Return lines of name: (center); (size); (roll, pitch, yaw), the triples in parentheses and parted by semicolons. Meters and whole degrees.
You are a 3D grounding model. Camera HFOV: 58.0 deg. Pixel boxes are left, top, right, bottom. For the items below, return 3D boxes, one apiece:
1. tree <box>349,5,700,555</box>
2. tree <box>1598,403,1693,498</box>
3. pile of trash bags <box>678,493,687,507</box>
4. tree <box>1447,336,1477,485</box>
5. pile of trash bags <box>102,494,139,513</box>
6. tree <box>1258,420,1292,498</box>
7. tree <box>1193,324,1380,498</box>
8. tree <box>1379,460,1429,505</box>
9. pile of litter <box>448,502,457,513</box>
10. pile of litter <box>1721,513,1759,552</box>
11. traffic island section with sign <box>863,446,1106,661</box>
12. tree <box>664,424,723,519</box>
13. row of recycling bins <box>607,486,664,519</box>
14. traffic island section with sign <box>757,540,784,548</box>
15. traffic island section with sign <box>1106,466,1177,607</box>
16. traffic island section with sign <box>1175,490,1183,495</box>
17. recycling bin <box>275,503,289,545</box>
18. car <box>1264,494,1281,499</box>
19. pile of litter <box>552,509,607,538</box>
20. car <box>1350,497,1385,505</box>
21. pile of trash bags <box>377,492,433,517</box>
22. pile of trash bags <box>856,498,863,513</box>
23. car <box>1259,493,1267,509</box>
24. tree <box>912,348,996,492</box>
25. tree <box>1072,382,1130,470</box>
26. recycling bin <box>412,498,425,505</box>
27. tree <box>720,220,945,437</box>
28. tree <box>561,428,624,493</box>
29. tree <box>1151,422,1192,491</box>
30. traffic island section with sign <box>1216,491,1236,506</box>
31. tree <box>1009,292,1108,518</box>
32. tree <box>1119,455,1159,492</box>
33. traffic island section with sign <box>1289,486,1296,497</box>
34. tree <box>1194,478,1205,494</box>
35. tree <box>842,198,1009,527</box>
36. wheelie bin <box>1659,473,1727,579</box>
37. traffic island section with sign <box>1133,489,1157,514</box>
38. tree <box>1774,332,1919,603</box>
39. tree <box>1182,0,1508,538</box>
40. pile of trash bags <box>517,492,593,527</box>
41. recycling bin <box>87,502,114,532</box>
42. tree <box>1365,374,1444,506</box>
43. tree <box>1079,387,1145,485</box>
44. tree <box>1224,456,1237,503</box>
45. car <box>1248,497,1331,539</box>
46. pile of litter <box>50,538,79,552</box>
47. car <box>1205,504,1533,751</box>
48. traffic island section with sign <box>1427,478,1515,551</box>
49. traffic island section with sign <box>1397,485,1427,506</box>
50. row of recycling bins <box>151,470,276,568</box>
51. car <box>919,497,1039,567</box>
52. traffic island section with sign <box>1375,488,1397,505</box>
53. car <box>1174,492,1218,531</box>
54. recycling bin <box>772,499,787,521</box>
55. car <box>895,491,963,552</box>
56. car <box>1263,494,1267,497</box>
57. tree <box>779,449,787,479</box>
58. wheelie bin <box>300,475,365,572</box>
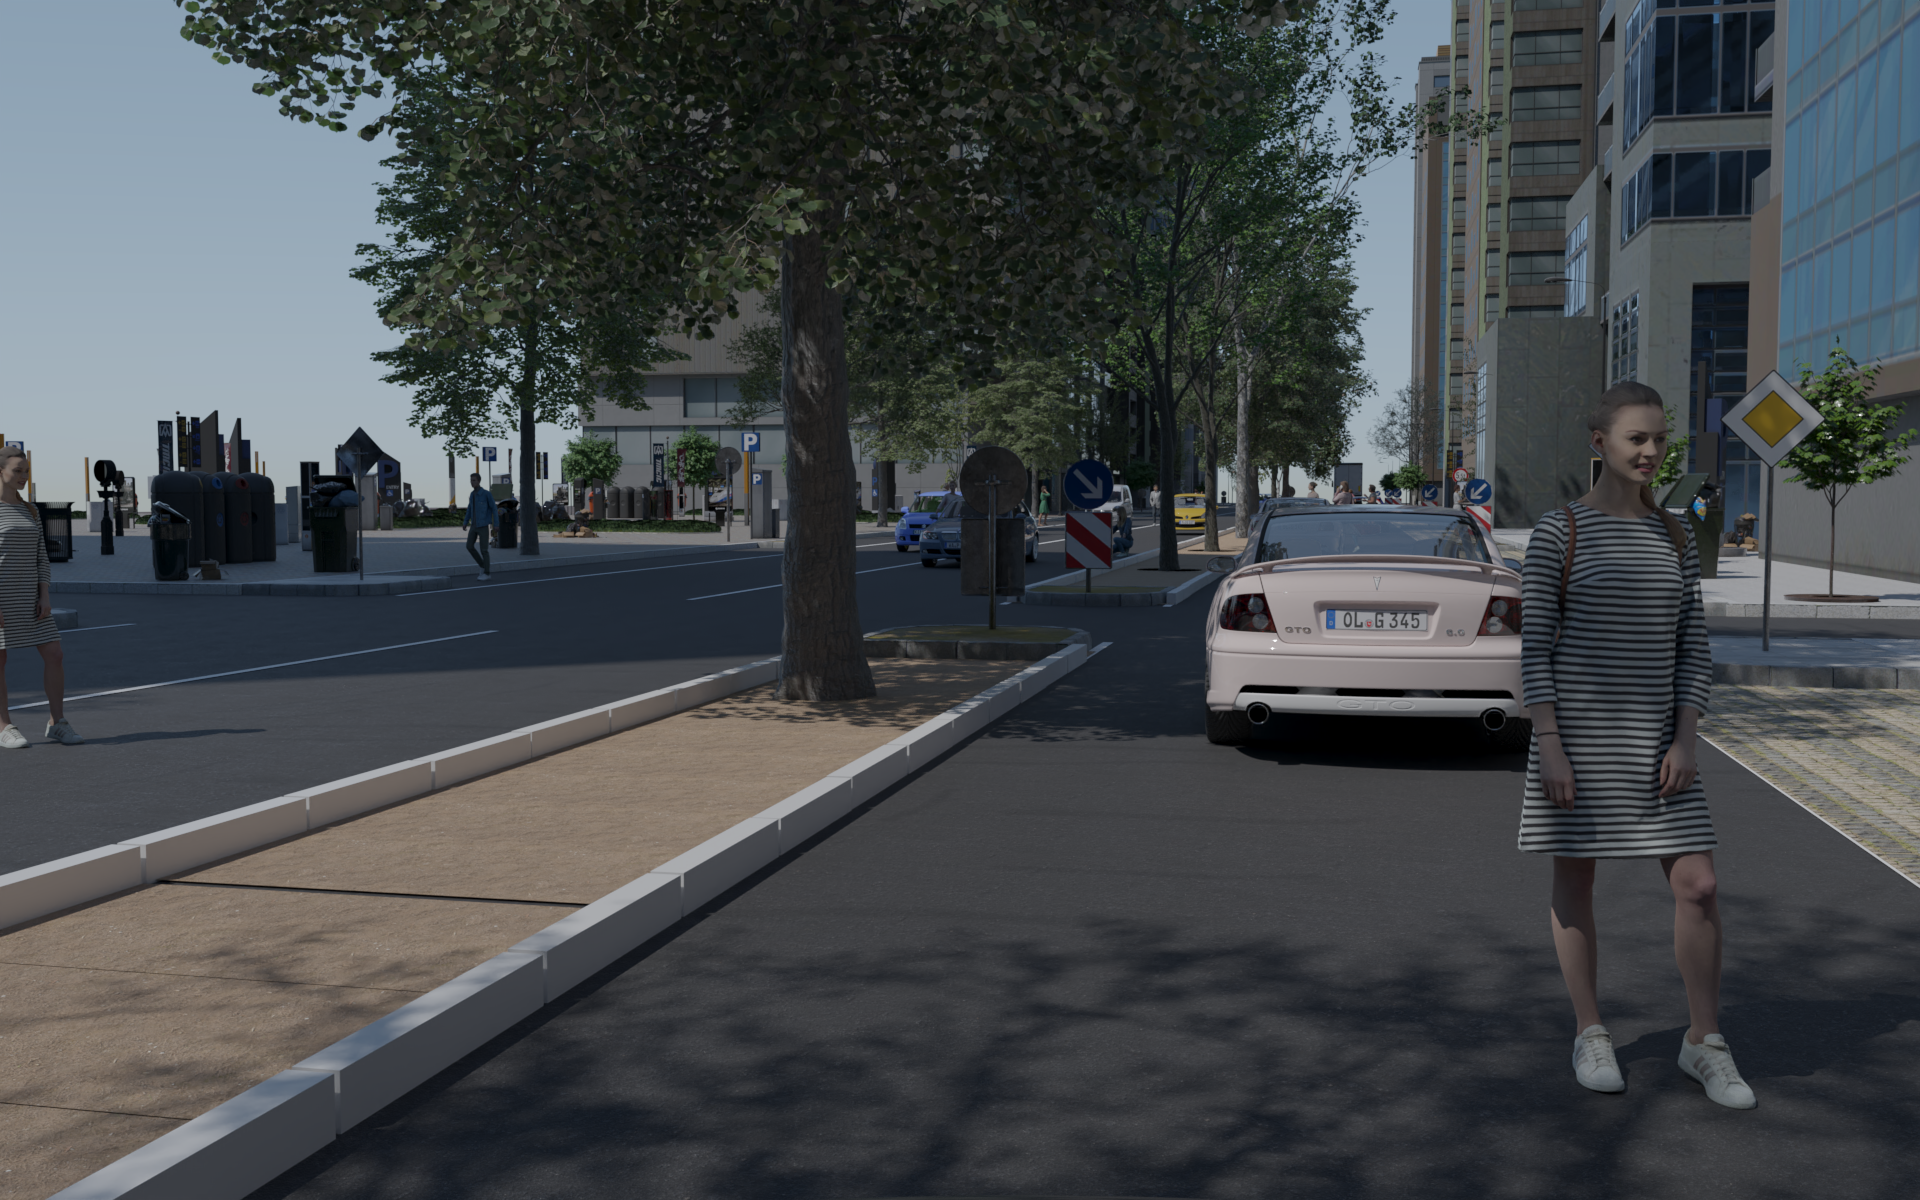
tree: (-8.740, -7.214, 36.080); (7.486, 12.596, 7.792); (0, 3, 0)
tree: (12.655, -2.291, 32.059); (1.663, 3.219, 1.824); (0, 3, 0)
pile of trash bags: (-18.121, -5.784, 104.326); (3.447, 1.369, 1.912); (0, 4, 3)
tree: (23.476, -7.724, 76.655); (4.360, 8.622, 3.978); (0, 3, 0)
pile of trash bags: (-51.574, -5.931, 106.728); (3.447, 1.369, 1.912); (3, 5, 40)
tree: (15.493, -8.047, 84.392); (4.737, 8.622, 4.395); (0, 3, 0)
tree: (17.431, -10.575, 92.373); (9.611, 12.733, 9.660); (0, 3, 0)
tree: (42.401, -10.963, 162.958); (4.285, 4.588, 4.351); (0, 3, 0)
pile of litter: (-26.002, -4.527, 87.976); (1.176, 0.858, 1.719); (-1, 4, -12)
pile of litter: (17.557, -1.526, 38.913); (1.176, 0.858, 1.719); (-2, 4, -29)
traffic island section with sign: (0.173, -0.472, 15.853); (2.006, 1.907, 1.989); (1, 4, 13)
tree: (-12.233, -5.889, 80.003); (4.285, 4.588, 4.351); (0, 3, 0)
row of recycling bins: (-17.005, -5.131, 91.002); (3.534, 1.692, 1.069); (1, 4, 21)
traffic island section with sign: (-4.230, -2.334, 46.796); (1.989, 1.847, 2.006); (1, 4, 13)
traffic island section with sign: (1.809, -0.914, 23.078); (2.006, 1.907, 1.989); (1, 4, 13)
traffic island section with sign: (18.919, -8.623, 149.609); (1.989, 1.847, 2.006); (1, 4, 13)
recycling bin: (-17.447, -1.913, 43.838); (0.722, 1.027, 0.722); (-2, 4, -31)
car: (25.043, -7.733, 138.440); (2.014, 1.417, 4.499); (1, 4, 12)
pile of litter: (-11.240, -2.268, 51.046); (1.719, 0.858, 1.176); (3, 4, 37)
car: (15.452, -3.275, 66.134); (1.945, 1.354, 3.894); (1, 4, 11)
pile of trash bags: (-23.091, -3.735, 70.811); (1.912, 1.369, 3.447); (1, 4, 16)
pile of trash bags: (-6.166, -4.583, 84.689); (1.912, 1.369, 3.447); (-3, 5, -40)
car: (20.482, -6.803, 120.816); (1.945, 1.707, 3.694); (1, 4, 14)
tree: (-0.405, -8.329, 86.536); (4.737, 8.622, 4.395); (0, 3, 0)
tree: (9.127, -10.078, 115.136); (4.360, 8.622, 3.978); (0, 3, 0)
recycling bin: (-31.918, -5.459, 101.815); (0.722, 1.027, 0.722); (0, 4, 6)
tree: (-4.384, -7.470, 56.554); (7.601, 10.594, 8.767); (1, 4, 21)
tree: (-18.333, -6.265, 86.141); (4.285, 4.588, 4.351); (0, 3, 0)
tree: (20.246, -13.106, 164.650); (4.360, 8.622, 3.978); (0, 3, 0)
traffic island section with sign: (31.038, -11.914, 203.427); (1.989, 1.847, 2.006); (1, 4, 13)
tree: (4.101, -10.709, 93.222); (7.486, 12.596, 7.792); (0, 3, 0)
tree: (15.064, -9.896, 145.519); (4.285, 4.588, 4.351); (0, 3, 0)
traffic island section with sign: (18.305, -5.398, 96.390); (2.006, 1.907, 1.989); (1, 4, 13)
tree: (28.670, -12.850, 204.691); (1.663, 3.219, 1.824); (0, 3, 0)
tree: (-3.228, -9.099, 66.901); (7.486, 12.596, 7.792); (0, 3, 0)
wheelie bin: (11.185, -1.129, 26.361); (0.693, 1.594, 0.980); (0, 4, -7)
traffic island section with sign: (12.921, -6.992, 122.948); (1.989, 1.847, 2.006); (1, 4, 13)
tree: (10.377, -1.601, 20.782); (1.663, 3.219, 1.824); (0, 3, 0)
tree: (10.085, -11.974, 54.120); (12.611, 20.169, 13.585); (0, 3, 0)
pile of trash bags: (-15.891, -3.608, 68.742); (3.447, 1.369, 1.912); (-1, 4, -19)
recycling bin: (-29.023, -2.808, 58.459); (0.722, 1.027, 0.722); (-2, 4, -34)
tree: (46.313, -16.302, 176.913); (12.009, 13.543, 11.850); (0, 3, 0)
tree: (10.396, -10.367, 119.860); (4.737, 8.622, 4.395); (0, 3, 0)
tree: (39.948, -18.468, 252.320); (4.360, 8.622, 3.978); (0, 3, 0)
car: (7.064, -1.457, 36.188); (2.083, 1.381, 4.827); (1, 4, 14)
pile of litter: (-20.441, -1.488, 38.294); (1.719, 0.858, 1.176); (-1, 4, -22)
car: (2.600, 0.073, 11.162); (2.083, 1.381, 4.827); (1, 4, 12)
traffic island section with sign: (13.023, -2.169, 44.084); (1.989, 1.847, 2.006); (1, 4, 13)
traffic island section with sign: (18.939, -3.777, 70.384); (1.989, 1.847, 2.006); (1, 4, 13)
row of recycling bins: (-13.649, -1.502, 31.671); (1.069, 1.692, 3.534); (0, 4, 4)
car: (0.468, -1.430, 35.389); (2.014, 1.417, 4.499); (1, 4, 13)
traffic island section with sign: (35.837, -8.367, 145.434); (1.989, 1.847, 2.006); (1, 4, 13)
car: (8.202, -3.147, 61.677); (2.015, 1.641, 3.980); (1, 4, 11)
recycling bin: (-8.685, -4.316, 83.116); (0.722, 1.027, 0.722); (3, 5, 42)
car: (-0.452, -2.106, 44.016); (1.945, 1.707, 3.694); (1, 4, 14)
car: (38.655, -12.980, 221.813); (1.945, 1.707, 3.694); (1, 4, 12)
tree: (-7.640, -6.416, 88.620); (4.285, 4.588, 4.351); (0, 3, 0)
wheelie bin: (-10.292, -1.262, 28.546); (0.980, 1.594, 0.693); (0, 4, 2)
